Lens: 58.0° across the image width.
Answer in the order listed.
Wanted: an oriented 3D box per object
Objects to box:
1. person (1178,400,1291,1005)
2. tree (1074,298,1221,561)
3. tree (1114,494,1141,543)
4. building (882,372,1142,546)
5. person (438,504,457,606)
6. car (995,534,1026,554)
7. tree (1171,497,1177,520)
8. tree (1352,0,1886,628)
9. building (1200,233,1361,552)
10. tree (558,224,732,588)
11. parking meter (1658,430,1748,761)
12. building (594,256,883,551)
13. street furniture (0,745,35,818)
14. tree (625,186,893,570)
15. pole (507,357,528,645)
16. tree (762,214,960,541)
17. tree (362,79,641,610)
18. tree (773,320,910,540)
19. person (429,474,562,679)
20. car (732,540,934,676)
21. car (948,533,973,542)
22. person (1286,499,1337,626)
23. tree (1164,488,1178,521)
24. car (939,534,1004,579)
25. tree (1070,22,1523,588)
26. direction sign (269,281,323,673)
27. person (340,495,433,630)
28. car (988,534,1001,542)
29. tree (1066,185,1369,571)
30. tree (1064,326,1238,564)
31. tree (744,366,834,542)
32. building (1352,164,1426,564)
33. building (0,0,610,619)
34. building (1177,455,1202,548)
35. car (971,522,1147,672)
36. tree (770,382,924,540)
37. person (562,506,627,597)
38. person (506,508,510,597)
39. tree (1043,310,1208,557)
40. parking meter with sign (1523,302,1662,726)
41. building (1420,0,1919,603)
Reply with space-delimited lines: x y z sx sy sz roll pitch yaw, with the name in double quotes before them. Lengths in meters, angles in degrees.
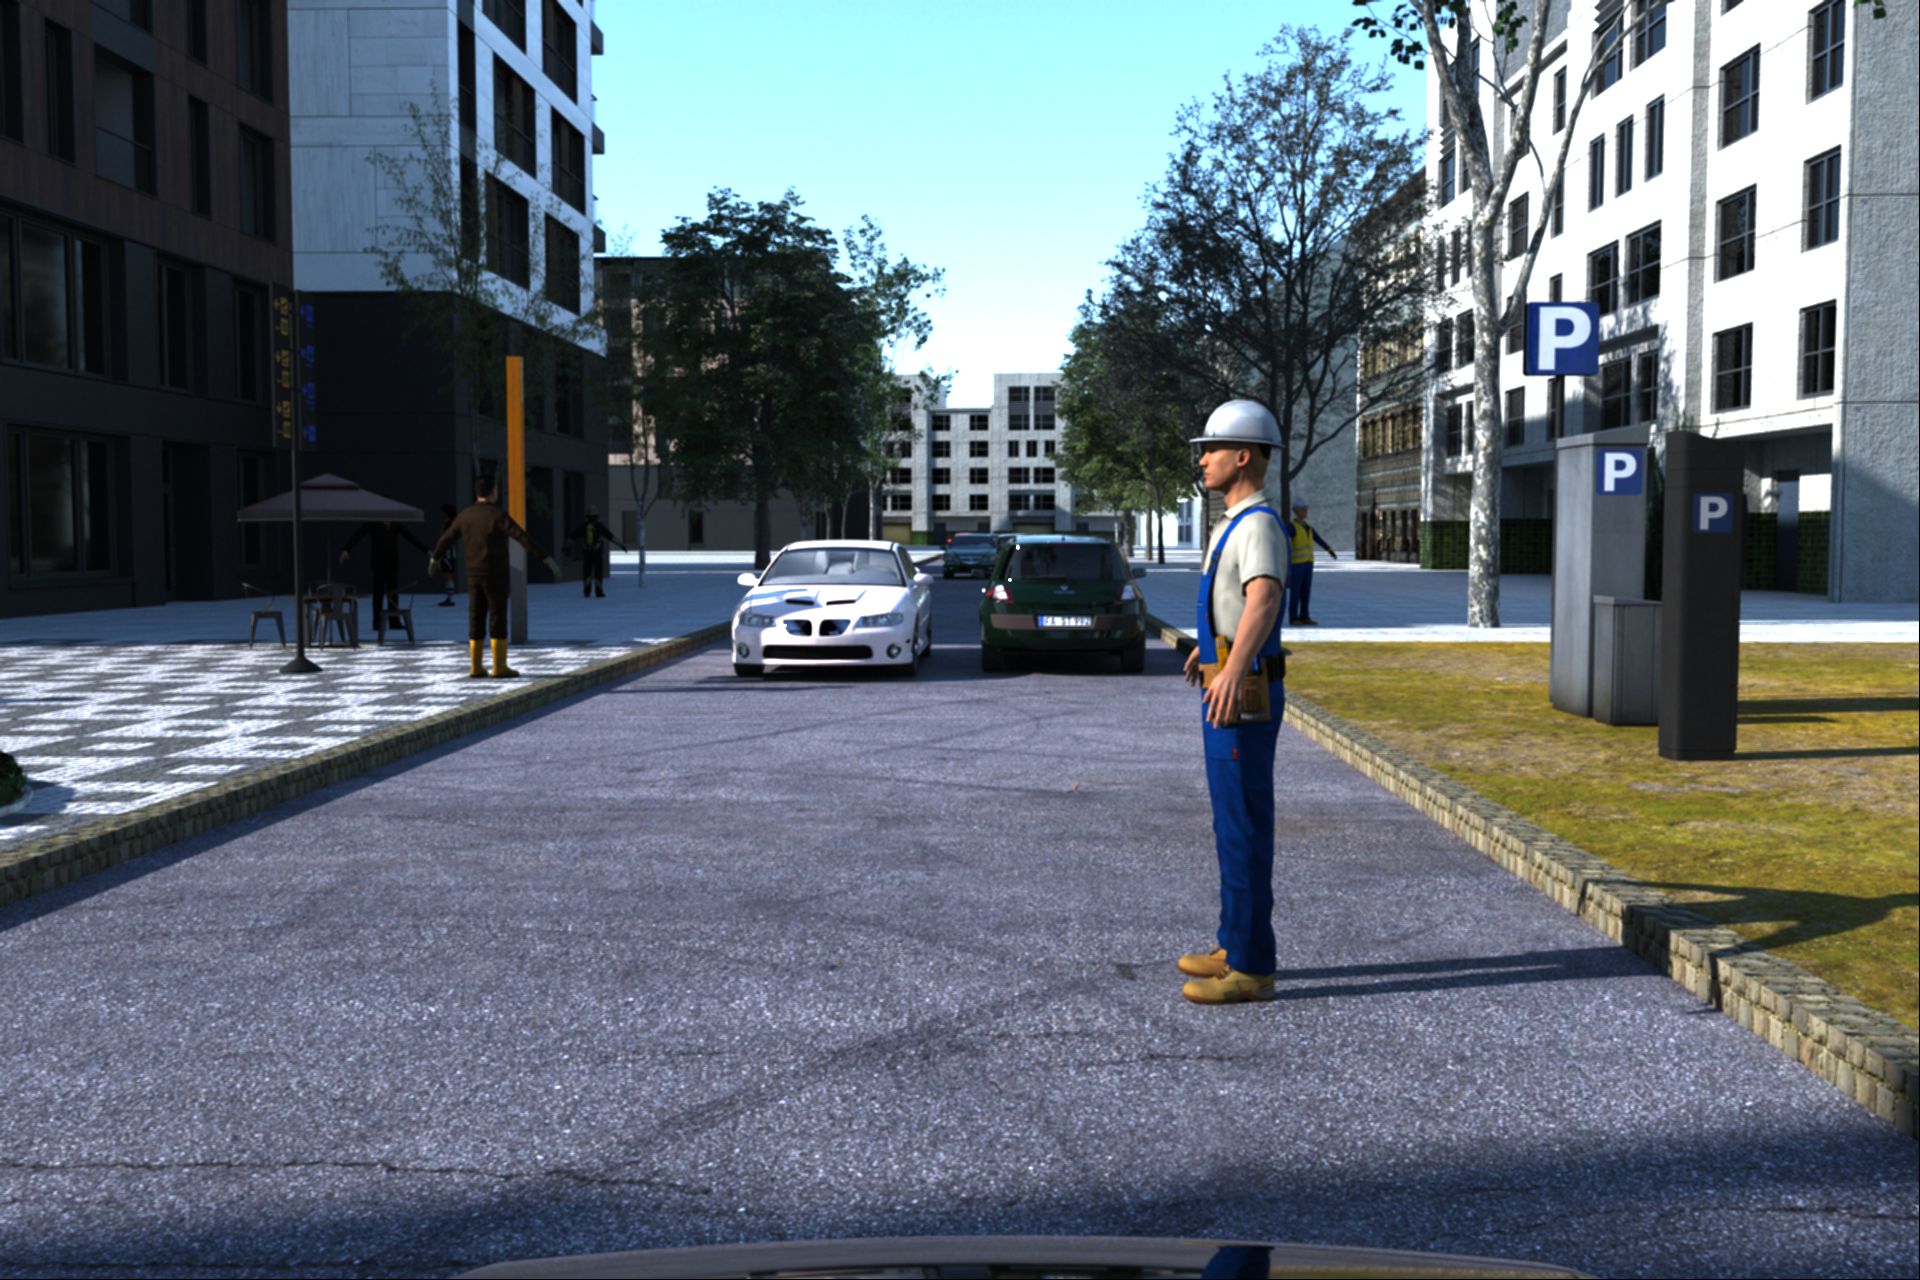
"person" 0.850 0.177 5.421 0.705 1.847 1.347 0 4 5
"tree" 9.165 -10.123 83.636 7.486 12.596 7.792 0 3 0
"tree" 9.771 -9.482 105.388 4.737 8.622 4.395 0 3 0
"building" 4.670 -20.060 196.890 31.486 18.905 16.747 0 4 7
"person" -9.169 -1.514 30.906 0.704 1.843 1.345 -1 4 -19
"car" 2.044 -3.475 67.040 2.015 1.641 3.980 0 4 0
"tree" 25.526 -14.836 192.928 4.360 8.622 3.978 0 3 0
"tree" 6.771 -10.149 21.830 12.611 20.169 13.585 0 3 0
"building" 28.562 -18.301 130.152 19.493 23.208 18.063 0 4 1
"tree" -7.694 -5.581 41.606 4.360 8.622 3.978 0 3 0
"parking meter" 4.230 -0.254 9.858 0.399 1.863 0.255 0 4 0
"building" -21.275 -18.355 144.086 27.936 21.610 32.646 0 4 1
"street furniture" -7.612 0.674 4.612 5.734 0.657 10.072 1 4 16
"tree" -7.242 -9.527 62.425 9.857 13.997 8.962 0 3 0
"pole" -5.121 -1.601 20.027 0.158 3.312 0.155 0 3 0
"tree" -6.254 -15.273 105.601 12.611 20.169 13.585 0 3 0
"tree" -8.260 -4.810 29.014 4.360 8.622 3.978 0 3 0
"tree" -6.327 -9.697 84.297 9.928 11.665 9.643 0 3 0
"person" -4.193 -0.569 15.443 1.346 1.812 0.704 1 4 18
"car" -1.304 -0.404 18.967 2.083 1.381 4.827 0 4 2
"car" 0.347 -5.789 103.688 2.155 1.783 4.494 0 4 2
"person" 4.849 -1.093 24.335 1.216 1.772 0.721 -3 4 -37
"tree" 25.562 -15.187 198.670 4.360 8.622 3.978 0 3 0
"car" 0.412 -2.747 56.710 2.131 1.459 4.920 0 4 2
"tree" 7.883 -7.998 41.133 12.009 13.543 11.850 0 3 0
"direction sign" -6.138 -1.469 16.022 0.379 3.537 0.876 0 4 3
"person" -7.672 -1.038 23.159 1.347 1.806 0.705 -3 5 -44
"car" 1.681 -5.133 95.729 2.131 1.459 4.920 0 4 1
"tree" 8.631 -9.208 60.919 12.009 13.543 11.850 0 3 0
"tree" 8.619 -8.514 73.611 8.767 10.594 7.601 0 4 5
"tree" -6.465 -7.540 73.645 4.360 8.622 3.978 0 3 0
"building" 28.933 -15.063 77.214 19.493 23.208 18.063 0 4 2
"building" -24.675 -11.653 34.500 27.936 21.610 32.646 0 4 2
"building" 25.150 -12.946 153.810 9.099 9.664 28.070 0 4 1
"car" 1.114 -0.586 19.363 2.009 1.686 4.222 0 4 2
"tree" -6.376 -9.771 94.168 8.767 10.594 7.601 -1 4 -11
"person" -7.457 -1.801 35.225 1.354 1.856 0.705 0 4 4
"person" -9.122 -1.791 35.253 0.705 1.833 1.349 1 4 11
"tree" 9.236 -11.530 95.164 9.857 13.997 8.962 0 3 0
"parking meter with sign" 4.529 -0.981 12.293 0.543 3.016 1.738 0 3 0
"building" 25.004 -11.061 47.312 16.747 18.905 31.486 0 4 1
